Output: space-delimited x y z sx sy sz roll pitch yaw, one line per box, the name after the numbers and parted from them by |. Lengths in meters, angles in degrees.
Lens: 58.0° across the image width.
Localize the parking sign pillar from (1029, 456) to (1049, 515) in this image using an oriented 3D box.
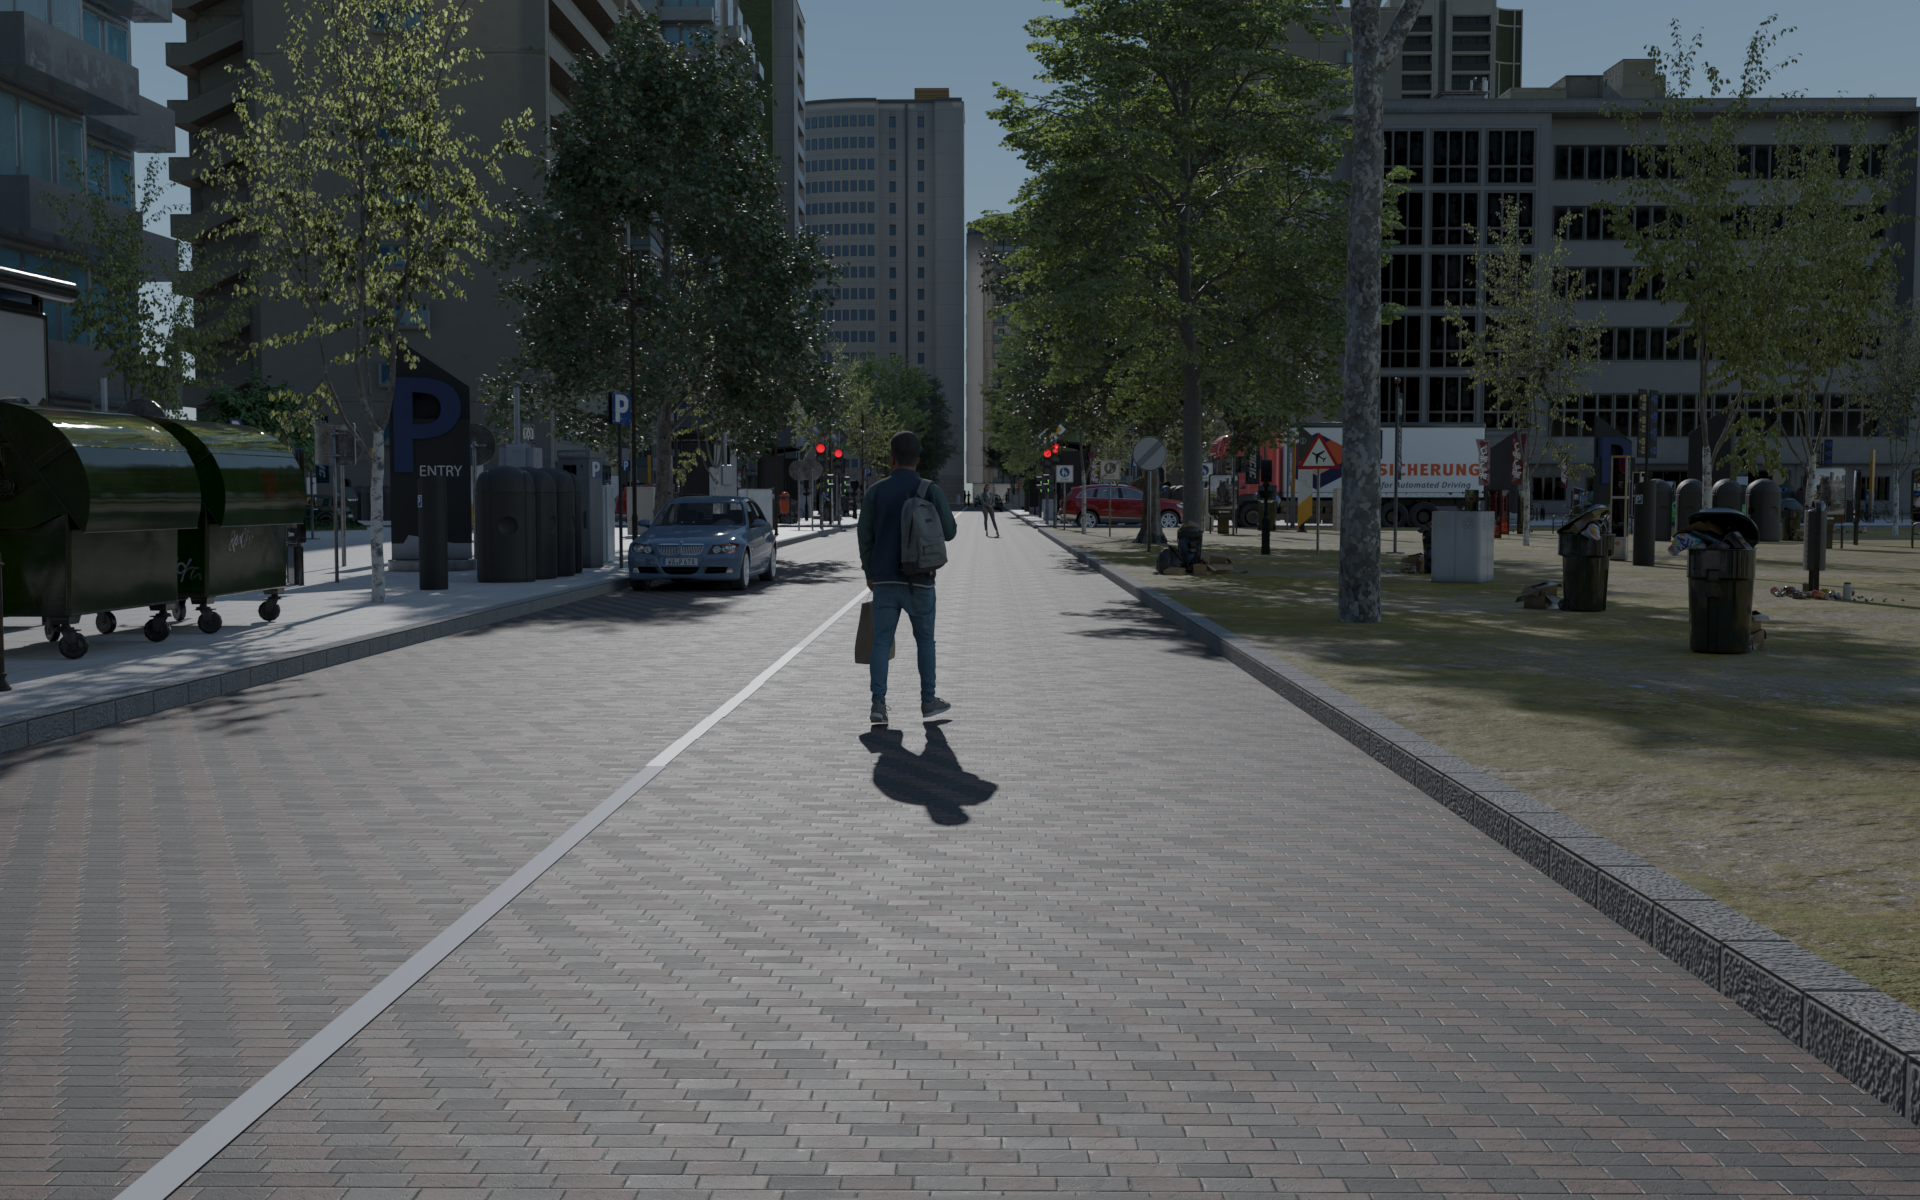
5.024 -7.326 108.244 1.447 3.967 1.447 1 4 15 | parking sign pillar

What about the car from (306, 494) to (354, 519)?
-26.317 -3.617 68.929 4.222 1.686 2.009 0 4 -1 | car

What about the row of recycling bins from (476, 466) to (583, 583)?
-6.550 -1.196 26.665 1.069 1.692 3.534 0 4 2 | row of recycling bins

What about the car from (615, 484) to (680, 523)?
-11.154 -3.680 68.849 5.304 1.827 2.281 0 4 -1 | car

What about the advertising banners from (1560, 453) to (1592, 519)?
25.863 -4.680 72.711 0.090 3.025 2.074 -1 4 -21 | advertising banners

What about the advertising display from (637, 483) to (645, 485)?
-18.651 -5.867 101.132 0.974 1.923 0.123 3 4 37 | advertising display

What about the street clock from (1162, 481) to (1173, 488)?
11.646 -5.695 97.677 0.471 2.002 0.358 -2 4 -27 | street clock

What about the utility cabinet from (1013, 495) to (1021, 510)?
4.881 -8.074 143.174 1.020 1.237 0.306 2 4 33 | utility cabinet

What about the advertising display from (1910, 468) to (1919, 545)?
24.330 -2.332 43.334 0.974 1.923 0.123 1 4 14 | advertising display

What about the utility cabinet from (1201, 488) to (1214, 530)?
8.647 -3.182 60.711 0.318 1.500 1.173 0 4 -1 | utility cabinet

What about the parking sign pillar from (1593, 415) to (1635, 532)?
22.401 -4.332 59.303 1.447 3.967 1.447 0 4 -7 | parking sign pillar

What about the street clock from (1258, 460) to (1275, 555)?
6.479 -1.963 36.661 0.358 2.002 0.471 1 4 8 | street clock

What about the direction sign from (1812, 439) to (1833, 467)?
35.618 -4.871 71.635 0.876 3.537 0.379 0 4 -4 | direction sign

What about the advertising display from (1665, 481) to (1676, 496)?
34.031 -4.784 83.426 0.123 1.923 0.974 -1 4 -23 | advertising display

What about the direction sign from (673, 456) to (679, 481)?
-17.044 -6.872 104.362 0.876 3.537 0.379 2 4 29 | direction sign

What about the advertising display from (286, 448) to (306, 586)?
-9.428 -1.180 24.514 0.123 1.923 0.974 -2 4 -33 | advertising display

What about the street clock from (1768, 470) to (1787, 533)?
24.121 -2.850 51.160 0.471 2.002 0.358 -1 4 -9 | street clock

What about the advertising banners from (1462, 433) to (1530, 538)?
15.591 -3.326 50.574 0.090 3.025 2.074 -3 5 -41 | advertising banners

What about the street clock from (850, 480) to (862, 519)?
-5.504 -5.264 90.639 0.358 2.002 0.471 3 4 37 | street clock

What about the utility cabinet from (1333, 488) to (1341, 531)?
13.469 -3.127 59.804 1.173 1.500 0.318 -1 4 -15 | utility cabinet

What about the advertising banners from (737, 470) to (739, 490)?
-16.671 -7.885 125.108 2.074 3.025 0.090 -1 4 -20 | advertising banners

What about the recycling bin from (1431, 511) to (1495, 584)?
7.333 -0.777 25.254 0.722 1.027 0.722 2 4 33 | recycling bin

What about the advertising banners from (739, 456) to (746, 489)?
-7.477 -4.005 61.672 0.090 3.025 2.074 -1 4 -21 | advertising banners

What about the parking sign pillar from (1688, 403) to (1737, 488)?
22.475 -3.871 51.763 1.447 3.967 1.447 -3 5 -41 | parking sign pillar

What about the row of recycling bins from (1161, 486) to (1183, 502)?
10.684 -5.000 88.866 3.534 1.692 1.069 3 5 44 | row of recycling bins

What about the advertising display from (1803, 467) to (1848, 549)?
20.356 -2.174 40.760 0.974 1.923 0.123 0 4 -2 | advertising display

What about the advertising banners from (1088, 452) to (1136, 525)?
6.351 -4.633 71.939 2.074 3.025 0.090 0 4 5 | advertising banners

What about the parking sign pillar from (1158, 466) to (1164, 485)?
15.418 -8.938 134.614 1.447 3.967 1.447 -1 4 -19 | parking sign pillar

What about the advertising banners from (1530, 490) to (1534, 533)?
17.363 -3.614 55.274 2.074 3.025 0.090 -1 4 -14 | advertising banners

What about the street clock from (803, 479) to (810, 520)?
-7.513 -4.904 84.757 0.358 2.002 0.471 0 4 -2 | street clock

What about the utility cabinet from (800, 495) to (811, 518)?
-8.542 -5.074 94.125 1.020 1.237 0.306 1 4 21 | utility cabinet

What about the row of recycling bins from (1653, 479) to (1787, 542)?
20.440 -2.453 47.213 3.534 1.692 1.069 1 4 16 | row of recycling bins

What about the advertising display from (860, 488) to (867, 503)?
-6.982 -7.620 129.793 0.974 1.923 0.123 0 4 -1 | advertising display

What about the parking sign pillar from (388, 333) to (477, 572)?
-8.900 -2.486 29.122 1.447 3.967 1.447 -1 4 -14 | parking sign pillar

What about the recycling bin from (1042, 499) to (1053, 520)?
4.432 -4.460 85.471 0.722 1.027 0.722 0 4 -3 | recycling bin

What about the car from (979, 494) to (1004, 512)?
2.559 -7.872 138.492 2.009 1.686 4.222 0 4 1 | car

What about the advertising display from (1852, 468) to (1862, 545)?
22.627 -2.355 43.717 0.123 1.923 0.974 2 4 23 | advertising display

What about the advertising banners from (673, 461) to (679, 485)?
-14.314 -5.883 92.368 2.074 3.025 0.090 1 4 14 | advertising banners

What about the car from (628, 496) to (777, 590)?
-3.982 -0.940 27.370 2.014 1.417 4.499 0 4 2 | car

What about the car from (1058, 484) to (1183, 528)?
6.514 -3.657 68.471 5.304 1.827 2.281 0 4 1 | car

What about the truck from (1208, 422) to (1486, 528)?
14.894 -4.890 68.857 11.283 4.237 2.839 0 4 0 | truck

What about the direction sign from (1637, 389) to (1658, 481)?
14.890 -2.787 37.568 0.876 3.537 0.379 -3 5 -43 | direction sign

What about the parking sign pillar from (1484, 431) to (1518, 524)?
23.117 -5.227 73.929 1.447 3.967 1.447 2 4 30 | parking sign pillar

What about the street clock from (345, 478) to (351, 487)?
-28.465 -4.631 80.280 0.471 2.002 0.358 1 4 15 | street clock

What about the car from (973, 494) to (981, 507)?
2.529 -11.130 193.765 2.131 1.459 4.920 0 4 1 | car

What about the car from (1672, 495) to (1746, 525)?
28.803 -3.664 68.696 4.718 1.807 1.959 0 4 2 | car

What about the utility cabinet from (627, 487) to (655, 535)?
-9.676 -2.711 53.007 1.173 1.500 0.318 3 4 37 | utility cabinet

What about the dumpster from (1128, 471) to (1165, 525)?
7.820 -4.320 73.132 1.502 2.255 1.985 0 4 1 | dumpster

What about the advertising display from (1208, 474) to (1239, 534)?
8.482 -3.091 55.752 0.974 1.923 0.123 0 4 -4 | advertising display

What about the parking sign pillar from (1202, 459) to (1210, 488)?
14.067 -6.659 97.353 1.447 3.967 1.447 3 5 43 | parking sign pillar

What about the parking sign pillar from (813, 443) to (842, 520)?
-6.715 -6.067 87.668 1.447 3.967 1.447 0 4 5 | parking sign pillar

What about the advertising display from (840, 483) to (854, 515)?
-6.488 -5.717 98.683 0.974 1.923 0.123 1 4 14 | advertising display
